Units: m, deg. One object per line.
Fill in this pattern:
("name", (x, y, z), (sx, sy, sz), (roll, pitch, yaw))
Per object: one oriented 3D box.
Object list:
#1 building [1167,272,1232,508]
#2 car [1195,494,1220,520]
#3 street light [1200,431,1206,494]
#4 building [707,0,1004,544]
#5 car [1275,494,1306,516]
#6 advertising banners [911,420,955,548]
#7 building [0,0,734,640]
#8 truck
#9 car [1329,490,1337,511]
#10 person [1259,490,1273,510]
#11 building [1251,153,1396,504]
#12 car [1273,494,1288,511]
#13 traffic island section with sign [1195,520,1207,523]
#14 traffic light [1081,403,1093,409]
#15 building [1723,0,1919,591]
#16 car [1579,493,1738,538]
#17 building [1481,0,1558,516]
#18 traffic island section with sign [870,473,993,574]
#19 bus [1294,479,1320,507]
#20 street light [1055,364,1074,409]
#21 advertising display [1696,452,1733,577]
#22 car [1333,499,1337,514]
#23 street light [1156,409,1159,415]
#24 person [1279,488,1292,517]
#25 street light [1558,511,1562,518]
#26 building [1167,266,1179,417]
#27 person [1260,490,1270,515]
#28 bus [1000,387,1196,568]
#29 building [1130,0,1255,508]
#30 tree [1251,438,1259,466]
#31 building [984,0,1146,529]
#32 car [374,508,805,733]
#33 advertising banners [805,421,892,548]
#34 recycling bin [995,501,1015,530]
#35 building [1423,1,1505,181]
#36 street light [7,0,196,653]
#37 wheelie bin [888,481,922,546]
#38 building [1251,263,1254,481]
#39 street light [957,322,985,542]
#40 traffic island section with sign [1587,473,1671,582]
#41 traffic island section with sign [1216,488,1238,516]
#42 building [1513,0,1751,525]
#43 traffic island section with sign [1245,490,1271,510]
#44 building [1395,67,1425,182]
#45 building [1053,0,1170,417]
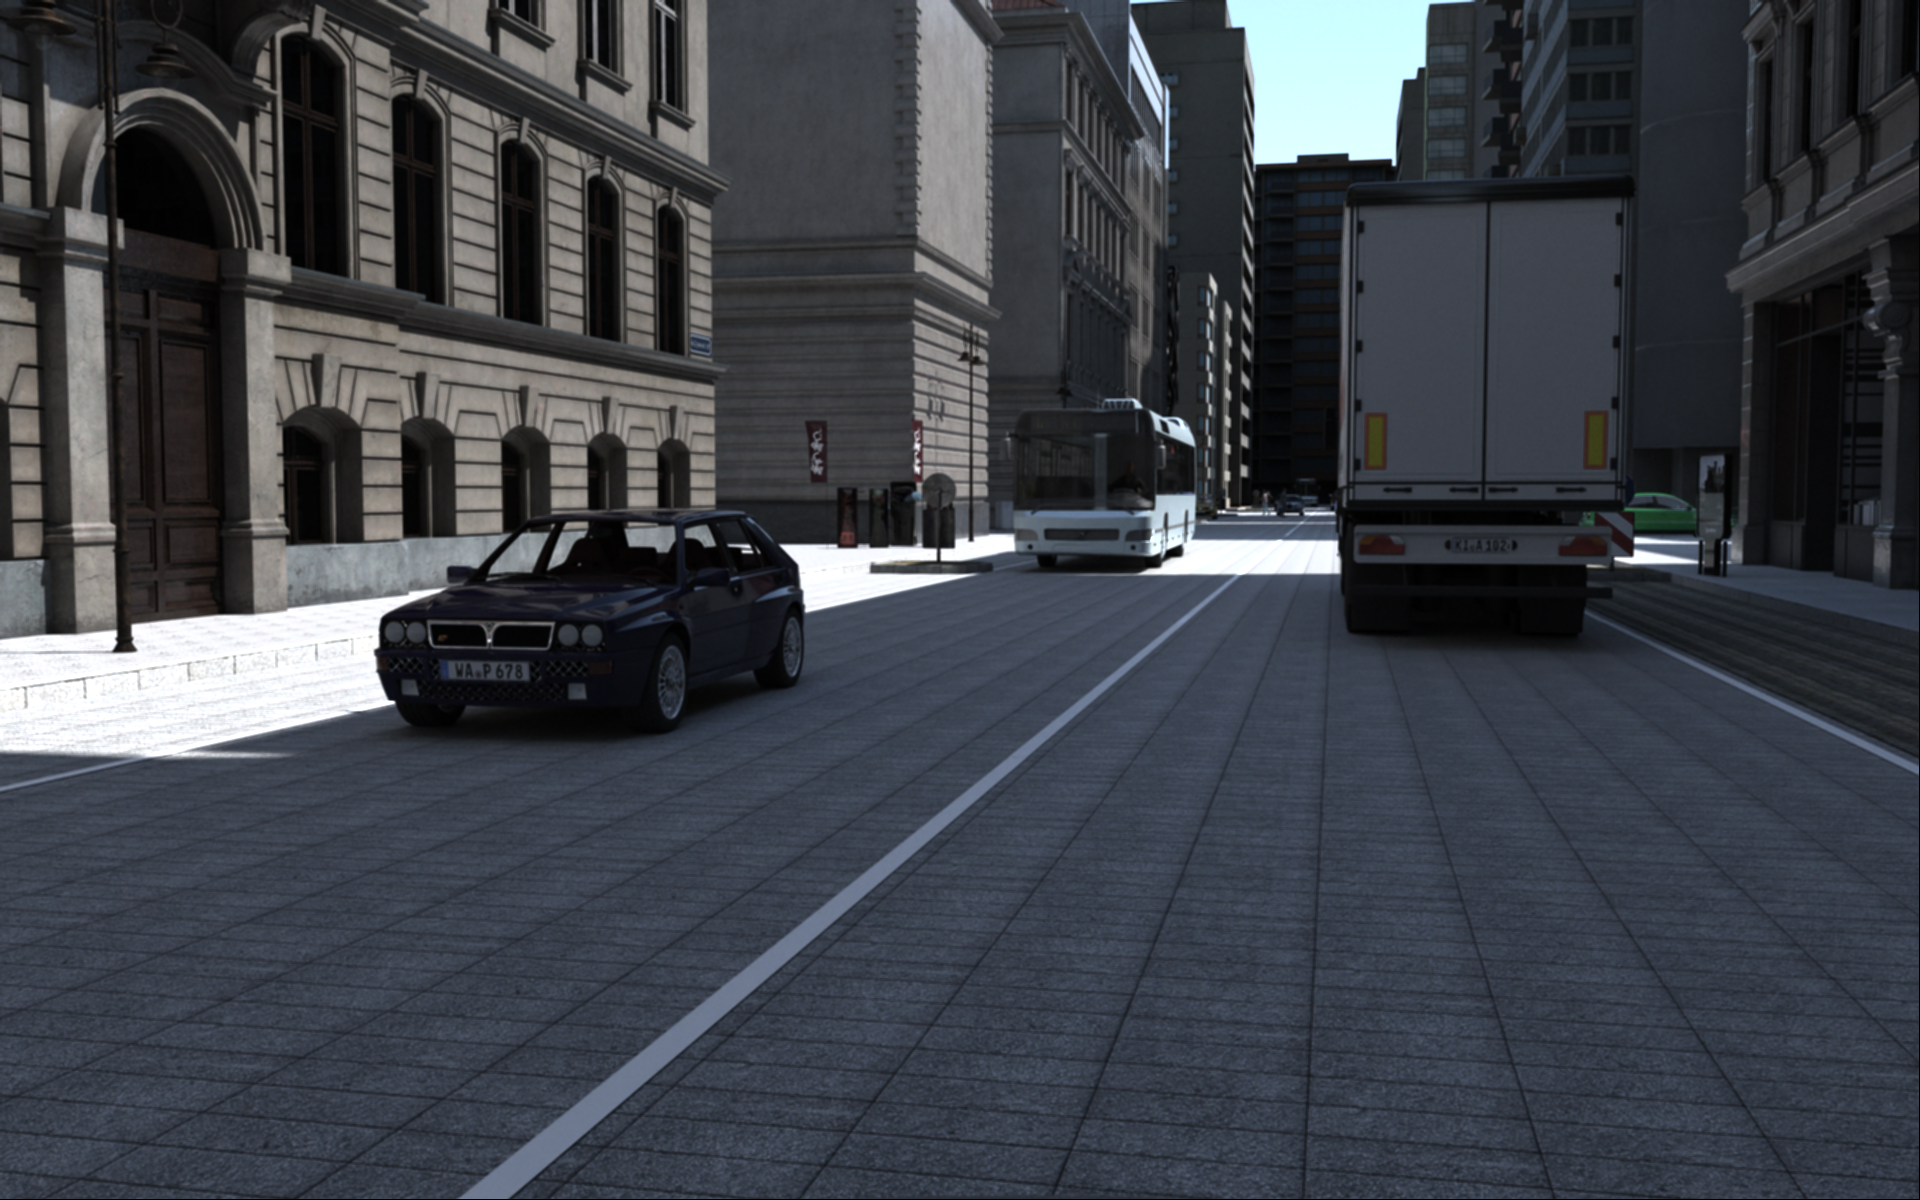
("building", (8.987, -18.789, 152.235), (27.650, 21.520, 28.899), (1, 4, 12))
("car", (13.676, -5.363, 97.914), (2.015, 1.641, 3.980), (1, 4, 11))
("street light", (17.900, -9.457, 127.407), (0.468, 5.910, 1.993), (1, 4, 12))
("building", (-9.136, -13.532, 50.127), (19.941, 23.489, 11.050), (1, 4, 12))
("car", (22.161, -6.363, 116.045), (2.014, 1.417, 4.499), (1, 4, 13))
("advertising banners", (-0.654, -2.785, 41.725), (0.090, 3.025, 2.074), (2, 4, 29))
("building", (-13.379, -12.160, 17.900), (14.460, 24.649, 34.723), (1, 4, 12))
("truck", (5.830, -1.957, 20.903), (2.839, 4.237, 11.283), (1, 4, 12))
("car", (32.859, -8.563, 148.670), (2.281, 1.827, 5.304), (1, 4, 11))
("person", (28.056, -9.183, 158.660), (1.348, 1.823, 0.705), (0, 4, -1))
("building", (46.352, -34.937, 225.852), (28.867, 44.769, 22.147), (1, 4, 12))
("car", (26.952, -8.184, 143.589), (2.009, 1.686, 4.222), (1, 4, 11))
("traffic island section with sign", (11.144, -4.694, 85.373), (1.989, 1.847, 2.006), (1, 4, 12))
("traffic light", (3.900, -3.938, 53.310), (0.839, 4.253, 0.868), (1, 4, 12))
("building", (18.349, -10.907, 29.247), (10.553, 20.767, 40.483), (1, 4, 12))
("car", (21.642, -2.735, 53.510), (4.718, 1.807, 1.959), (1, 4, 13))
("building", (43.373, -27.512, 104.444), (22.147, 44.769, 28.867), (1, 4, 12))
("traffic island section with sign", (-0.455, -1.430, 32.009), (1.989, 1.847, 2.006), (1, 4, 12))
("bus", (40.159, -12.597, 200.817), (2.948, 3.499, 13.247), (1, 4, 11))
("street light", (3.741, -5.446, 61.823), (0.468, 5.910, 1.993), (1, 4, 12))
("advertising display", (11.818, -1.342, 27.159), (0.123, 1.923, 0.974), (0, 4, -1))
("car", (27.396, -6.903, 122.461), (1.945, 1.707, 3.694), (1, 4, 11))
("street light", (10.787, -7.458, 94.727), (0.468, 5.910, 1.993), (1, 4, 12))
("person", (20.132, -6.042, 107.414), (0.853, 1.813, 0.709), (3, 4, 37))
("street light", (17.382, -4.725, 50.034), (0.468, 5.910, 1.993), (1, 4, 12))
("building", (5.619, -15.004, 112.762), (16.820, 18.784, 16.811), (1, 4, 12))
("person", (20.840, -6.661, 118.244), (0.643, 1.720, 0.563), (3, 5, 40))
("bus", (3.304, -2.558, 36.687), (2.948, 3.499, 13.247), (1, 4, 11))
("building", (18.517, -33.786, 176.097), (21.300, 48.544, 21.600), (1, 4, 12))
("tree", (31.214, -14.883, 193.702), (4.360, 8.622, 3.978), (0, 3, 0))
("building", (0.812, -14.450, 72.416), (11.583, 22.565, 21.152), (1, 4, 12))
("car", (-2.324, 0.051, 11.739), (1.945, 1.354, 3.894), (1, 4, 11))
("advertising banners", (-2.657, -2.759, 41.300), (2.074, 3.025, 0.090), (0, 4, 3))
("recycling bin", (1.704, -2.992, 61.474), (0.722, 1.027, 0.722), (-1, 4, -19))
("building", (46.427, -28.352, 147.155), (14.154, 41.232, 14.086), (1, 4, 12))
("street light", (-6.790, -2.515, 13.902), (0.468, 5.910, 1.993), (1, 4, 12))
("wheelie bin", (-1.377, -2.142, 42.937), (0.980, 1.594, 0.693), (0, 4, 4))
("building", (27.214, -26.398, 203.308), (14.107, 30.474, 14.160), (1, 4, 12))
("street light", (0.302, -4.516, 46.617), (0.468, 5.910, 1.993), (1, 4, 12))
("traffic island section with sign", (10.767, -1.255, 29.150), (1.989, 1.847, 2.006), (1, 4, 12))
("traffic island section with sign", (16.924, -6.316, 111.901), (1.989, 1.847, 2.006), (1, 4, 12))
("building", (35.348, -23.035, 68.499), (23.993, 40.220, 32.217), (1, 4, 12))
("traffic island section with sign", (27.524, -9.297, 160.628), (1.989, 1.847, 2.006), (1, 4, 12))
("building", (59.407, -34.767, 192.140), (21.300, 48.544, 21.600), (1, 4, 12))
("building", (4.232, -16.843, 93.408), (12.078, 24.808, 19.932), (1, 4, 12))
